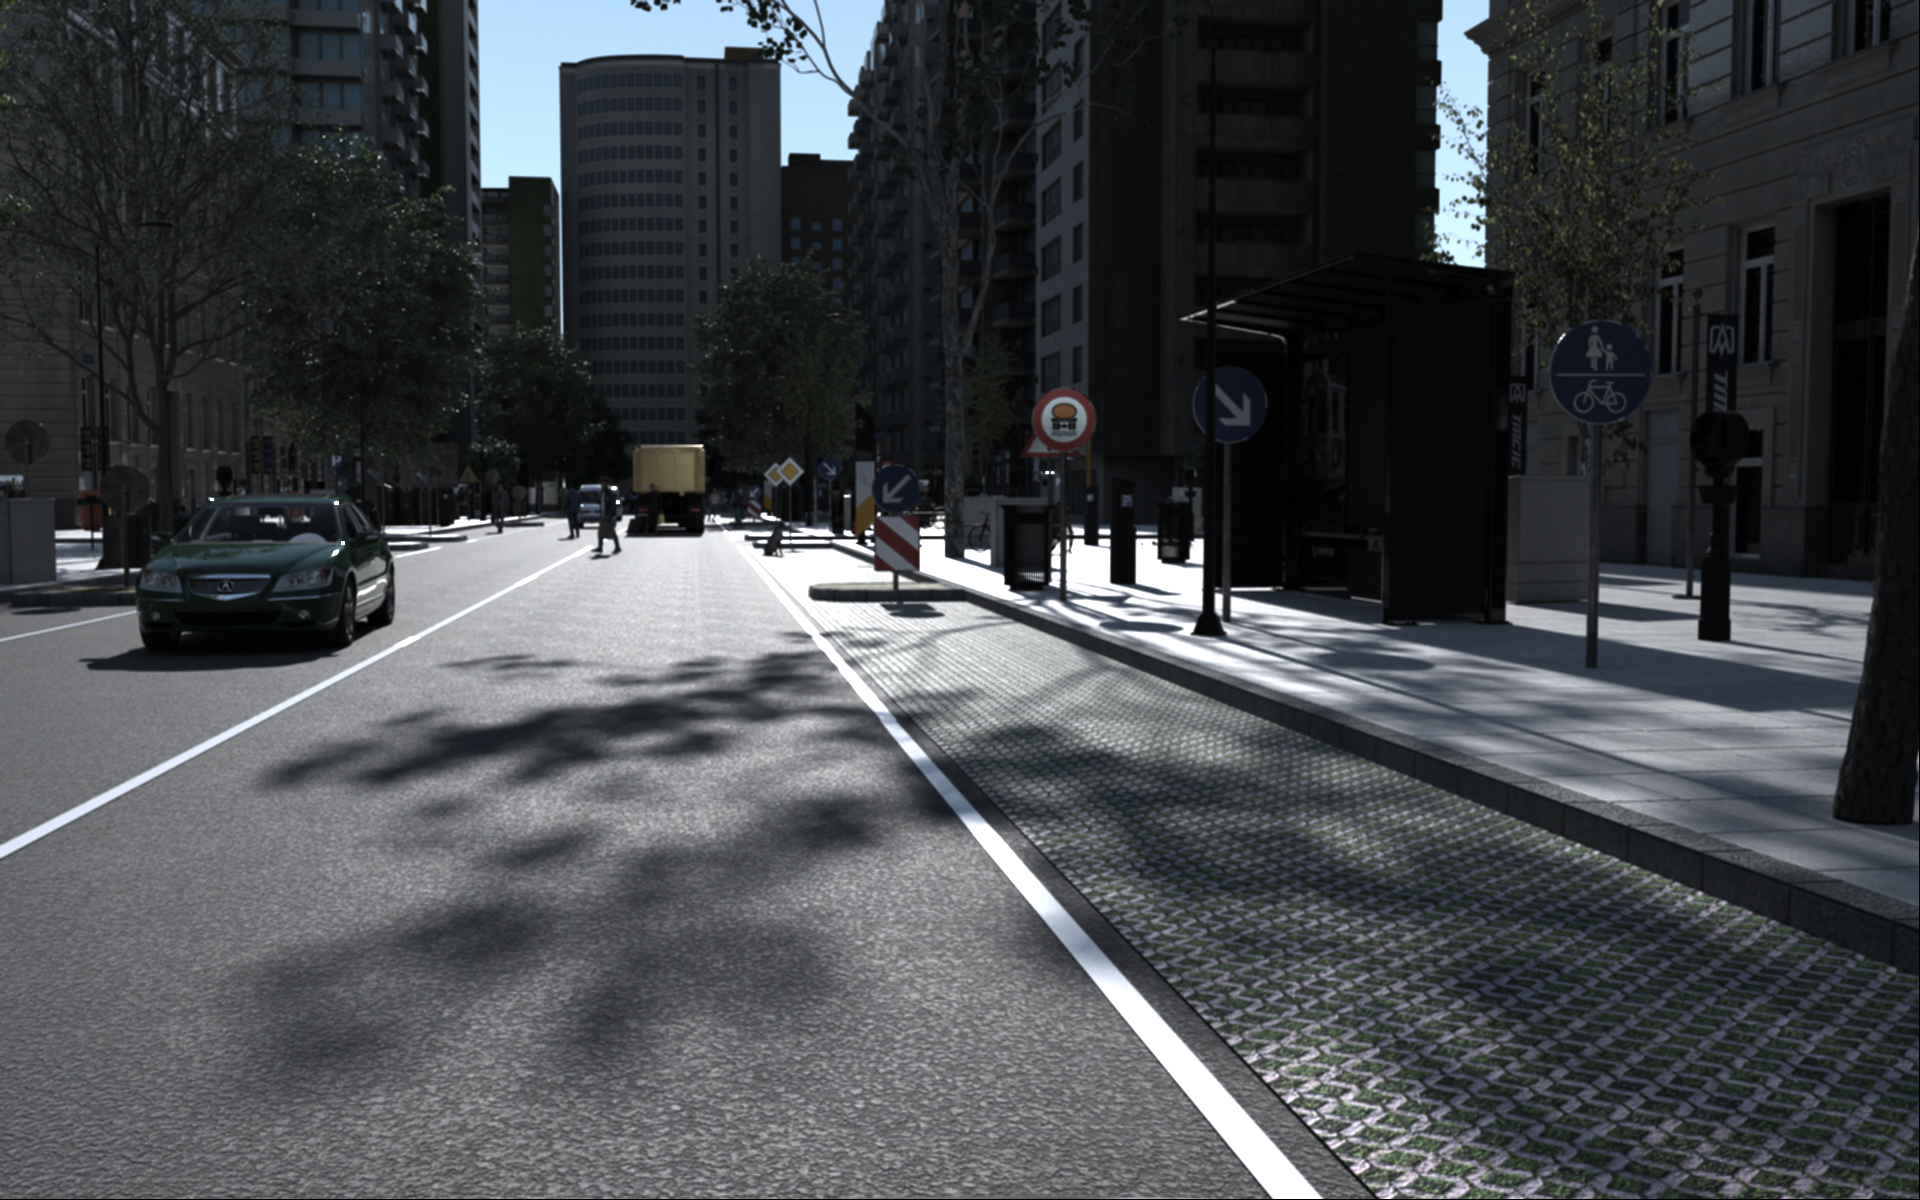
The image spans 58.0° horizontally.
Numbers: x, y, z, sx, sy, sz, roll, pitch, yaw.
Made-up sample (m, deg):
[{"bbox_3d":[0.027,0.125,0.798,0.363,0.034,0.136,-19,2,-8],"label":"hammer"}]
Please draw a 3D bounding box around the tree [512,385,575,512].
[{"bbox_3d":[-28.395,-10.225,117.547,4.360,8.622,3.978,0,3,0],"label":"tree"}]

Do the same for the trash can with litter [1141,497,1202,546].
[{"bbox_3d":[5.376,-1.982,43.465,1.678,1.210,2.233,0,4,7],"label":"trash can with litter"}]

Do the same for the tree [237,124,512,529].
[{"bbox_3d":[-20.636,-9.398,60.311,9.857,13.997,8.962,0,3,0],"label":"tree"}]

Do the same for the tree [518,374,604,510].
[{"bbox_3d":[-32.966,-13.283,142.937,9.928,11.665,9.643,0,3,0],"label":"tree"}]

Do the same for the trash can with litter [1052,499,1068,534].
[{"bbox_3d":[2.932,-2.705,55.619,1.055,1.170,0.624,0,4,1],"label":"trash can with litter"}]

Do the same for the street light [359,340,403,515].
[{"bbox_3d":[-17.514,-4.881,52.354,1.470,5.913,1.316,-1,4,-9],"label":"street light"}]

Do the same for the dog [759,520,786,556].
[{"bbox_3d":[-4.437,-1.429,40.202,0.800,0.831,0.513,-1,4,-8],"label":"dog"}]

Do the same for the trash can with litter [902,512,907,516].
[{"bbox_3d":[-3.219,-5.020,93.140,1.678,1.210,2.233,1,4,23],"label":"trash can with litter"}]

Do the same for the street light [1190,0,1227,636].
[{"bbox_3d":[1.735,-2.632,15.574,1.470,5.913,1.316,-1,4,-9],"label":"street light"}]

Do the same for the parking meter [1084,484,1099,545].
[{"bbox_3d":[3.297,-2.142,43.441,0.372,1.533,0.369,0,3,0],"label":"parking meter"}]

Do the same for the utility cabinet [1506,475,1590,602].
[{"bbox_3d":[6.970,-0.725,20.535,1.173,1.500,0.318,-2,4,-25],"label":"utility cabinet"}]

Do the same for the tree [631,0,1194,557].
[{"bbox_3d":[-1.205,-10.862,33.483,12.611,20.169,13.585,0,3,0],"label":"tree"}]

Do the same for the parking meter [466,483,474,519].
[{"bbox_3d":[-25.114,-5.080,88.766,0.399,1.863,0.255,-1,4,-18],"label":"parking meter"}]

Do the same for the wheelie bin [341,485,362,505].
[{"bbox_3d":[-22.226,-3.397,63.452,0.693,1.594,0.980,1,4,18],"label":"wheelie bin"}]

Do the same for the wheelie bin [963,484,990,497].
[{"bbox_3d":[0.447,-2.872,54.866,0.980,1.594,0.693,0,4,4],"label":"wheelie bin"}]

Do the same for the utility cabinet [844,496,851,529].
[{"bbox_3d":[-3.866,-3.172,63.019,1.020,1.237,0.306,1,4,20],"label":"utility cabinet"}]

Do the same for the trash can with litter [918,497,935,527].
[{"bbox_3d":[-1.371,-3.407,67.090,0.624,1.170,1.055,1,4,13],"label":"trash can with litter"}]

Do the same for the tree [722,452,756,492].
[{"bbox_3d":[-22.422,-13.850,176.812,4.360,8.622,3.978,0,3,0],"label":"tree"}]

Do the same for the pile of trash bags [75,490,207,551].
[{"bbox_3d":[-18.523,-1.854,40.058,3.447,1.369,1.912,-2,4,-29],"label":"pile of trash bags"}]

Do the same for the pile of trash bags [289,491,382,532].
[{"bbox_3d":[-21.217,-2.975,58.401,3.447,1.369,1.912,1,4,15],"label":"pile of trash bags"}]

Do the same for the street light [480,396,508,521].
[{"bbox_3d":[-22.148,-6.714,82.308,1.470,5.913,1.316,-1,4,-9],"label":"street light"}]

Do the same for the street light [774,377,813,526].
[{"bbox_3d":[-6.563,-5.902,69.046,1.470,5.913,1.316,-1,4,-9],"label":"street light"}]

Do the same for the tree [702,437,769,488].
[{"bbox_3d":[-26.254,-17.505,203.211,9.611,12.733,9.660,0,3,0],"label":"tree"}]

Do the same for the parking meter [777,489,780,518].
[{"bbox_3d":[-9.818,-5.250,94.246,0.372,1.533,0.369,0,3,0],"label":"parking meter"}]

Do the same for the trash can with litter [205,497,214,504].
[{"bbox_3d":[-24.299,-2.789,56.980,1.055,1.170,0.624,0,4,2],"label":"trash can with litter"}]

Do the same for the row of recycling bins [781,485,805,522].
[{"bbox_3d":[-7.824,-4.605,82.407,1.069,1.692,3.534,0,4,4],"label":"row of recycling bins"}]

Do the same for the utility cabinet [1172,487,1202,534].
[{"bbox_3d":[7.298,-2.874,55.663,0.318,1.500,1.173,3,5,45],"label":"utility cabinet"}]

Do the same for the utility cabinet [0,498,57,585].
[{"bbox_3d":[-13.512,-0.847,25.008,0.306,1.237,1.020,0,4,7],"label":"utility cabinet"}]

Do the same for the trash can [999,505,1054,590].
[{"bbox_3d":[0.891,-0.708,23.231,0.748,1.137,0.748,0,3,0],"label":"trash can"}]

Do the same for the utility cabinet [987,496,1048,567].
[{"bbox_3d":[1.044,-1.190,30.616,1.020,1.237,0.306,-2,4,-24],"label":"utility cabinet"}]

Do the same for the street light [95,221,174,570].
[{"bbox_3d":[-14.052,-3.484,29.512,1.470,5.913,1.316,-1,4,-9],"label":"street light"}]

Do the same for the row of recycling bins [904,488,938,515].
[{"bbox_3d":[-2.925,-6.062,106.231,3.534,1.692,1.069,-2,4,-33],"label":"row of recycling bins"}]

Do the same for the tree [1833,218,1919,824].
[{"bbox_3d":[3.864,-4.396,6.285,7.601,10.594,8.767,3,4,36],"label":"tree"}]

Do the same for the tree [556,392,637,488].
[{"bbox_3d":[-41.059,-17.013,195.171,9.611,12.733,9.660,0,3,0],"label":"tree"}]

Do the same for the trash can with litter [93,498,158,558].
[{"bbox_3d":[-16.296,-1.473,35.145,2.233,1.210,1.678,1,4,22],"label":"trash can with litter"}]

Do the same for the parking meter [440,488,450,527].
[{"bbox_3d":[-20.316,-3.663,68.305,0.372,1.533,0.369,0,3,0],"label":"parking meter"}]

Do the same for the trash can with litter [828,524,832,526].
[{"bbox_3d":[-4.704,-3.684,71.295,1.678,1.210,2.233,3,5,42],"label":"trash can with litter"}]

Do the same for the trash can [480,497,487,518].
[{"bbox_3d":[-24.921,-4.786,89.909,0.748,1.137,0.748,0,3,0],"label":"trash can"}]

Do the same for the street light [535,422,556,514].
[{"bbox_3d":[-26.728,-8.514,111.751,1.470,5.913,1.316,-1,4,-9],"label":"street light"}]

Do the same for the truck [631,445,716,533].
[{"bbox_3d":[-11.270,-4.389,67.691,3.469,3.379,9.791,0,4,-8],"label":"truck"}]

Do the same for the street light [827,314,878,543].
[{"bbox_3d":[-2.742,-4.431,44.980,1.470,5.913,1.316,-1,4,-9],"label":"street light"}]

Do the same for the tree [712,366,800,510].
[{"bbox_3d":[-15.882,-13.030,138.787,9.928,11.665,9.643,0,3,0],"label":"tree"}]

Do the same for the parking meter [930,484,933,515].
[{"bbox_3d":[-1.650,-5.546,96.383,0.255,1.863,0.399,0,4,-7],"label":"parking meter"}]

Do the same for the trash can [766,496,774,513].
[{"bbox_3d":[-12.516,-6.294,114.554,0.748,1.137,0.748,0,3,0],"label":"trash can"}]

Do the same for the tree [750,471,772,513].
[{"bbox_3d":[-13.671,-7.593,118.753,1.663,3.219,1.824,0,3,0],"label":"tree"}]

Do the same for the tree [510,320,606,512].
[{"bbox_3d":[-30.497,-13.338,124.726,9.857,13.997,8.962,0,3,0],"label":"tree"}]

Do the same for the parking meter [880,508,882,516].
[{"bbox_3d":[-3.876,-4.873,88.090,0.372,1.533,0.369,0,3,0],"label":"parking meter"}]

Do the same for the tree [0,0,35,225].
[{"bbox_3d":[-13.197,-5.987,16.019,7.486,12.596,7.792,0,3,0],"label":"tree"}]

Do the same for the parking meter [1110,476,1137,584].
[{"bbox_3d":[2.337,-1.003,24.808,0.372,1.533,0.369,0,3,0],"label":"parking meter"}]

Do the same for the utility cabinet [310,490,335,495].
[{"bbox_3d":[-31.507,-4.711,85.709,1.173,1.500,0.318,-2,4,-28],"label":"utility cabinet"}]

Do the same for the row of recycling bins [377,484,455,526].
[{"bbox_3d":[-22.596,-3.936,71.464,1.069,1.692,3.534,3,5,45],"label":"row of recycling bins"}]

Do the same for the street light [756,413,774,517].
[{"bbox_3d":[-11.095,-7.700,98.443,1.470,5.913,1.316,-1,4,-9],"label":"street light"}]

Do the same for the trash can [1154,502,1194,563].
[{"bbox_3d":[3.992,-1.265,32.334,0.748,1.137,0.748,0,3,0],"label":"trash can"}]

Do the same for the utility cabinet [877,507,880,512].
[{"bbox_3d":[-5.739,-6.901,121.505,1.173,1.500,0.318,-2,4,-33],"label":"utility cabinet"}]

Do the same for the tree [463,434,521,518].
[{"bbox_3d":[-25.504,-6.786,94.671,4.285,4.588,4.351,0,3,0],"label":"tree"}]

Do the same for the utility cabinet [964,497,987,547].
[{"bbox_3d":[0.253,-1.888,42.033,1.020,1.237,0.306,-1,4,-9],"label":"utility cabinet"}]

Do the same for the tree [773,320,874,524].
[{"bbox_3d":[-5.991,-7.545,73.719,4.737,8.622,4.395,0,3,0],"label":"tree"}]

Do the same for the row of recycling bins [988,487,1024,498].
[{"bbox_3d":[2.661,-5.567,98.128,1.069,1.692,3.534,2,4,29],"label":"row of recycling bins"}]

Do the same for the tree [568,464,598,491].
[{"bbox_3d":[-36.964,-11.386,169.881,4.285,4.588,4.351,0,3,0],"label":"tree"}]

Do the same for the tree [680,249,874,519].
[{"bbox_3d":[-9.220,-11.175,89.364,9.857,13.997,8.962,0,3,0],"label":"tree"}]
